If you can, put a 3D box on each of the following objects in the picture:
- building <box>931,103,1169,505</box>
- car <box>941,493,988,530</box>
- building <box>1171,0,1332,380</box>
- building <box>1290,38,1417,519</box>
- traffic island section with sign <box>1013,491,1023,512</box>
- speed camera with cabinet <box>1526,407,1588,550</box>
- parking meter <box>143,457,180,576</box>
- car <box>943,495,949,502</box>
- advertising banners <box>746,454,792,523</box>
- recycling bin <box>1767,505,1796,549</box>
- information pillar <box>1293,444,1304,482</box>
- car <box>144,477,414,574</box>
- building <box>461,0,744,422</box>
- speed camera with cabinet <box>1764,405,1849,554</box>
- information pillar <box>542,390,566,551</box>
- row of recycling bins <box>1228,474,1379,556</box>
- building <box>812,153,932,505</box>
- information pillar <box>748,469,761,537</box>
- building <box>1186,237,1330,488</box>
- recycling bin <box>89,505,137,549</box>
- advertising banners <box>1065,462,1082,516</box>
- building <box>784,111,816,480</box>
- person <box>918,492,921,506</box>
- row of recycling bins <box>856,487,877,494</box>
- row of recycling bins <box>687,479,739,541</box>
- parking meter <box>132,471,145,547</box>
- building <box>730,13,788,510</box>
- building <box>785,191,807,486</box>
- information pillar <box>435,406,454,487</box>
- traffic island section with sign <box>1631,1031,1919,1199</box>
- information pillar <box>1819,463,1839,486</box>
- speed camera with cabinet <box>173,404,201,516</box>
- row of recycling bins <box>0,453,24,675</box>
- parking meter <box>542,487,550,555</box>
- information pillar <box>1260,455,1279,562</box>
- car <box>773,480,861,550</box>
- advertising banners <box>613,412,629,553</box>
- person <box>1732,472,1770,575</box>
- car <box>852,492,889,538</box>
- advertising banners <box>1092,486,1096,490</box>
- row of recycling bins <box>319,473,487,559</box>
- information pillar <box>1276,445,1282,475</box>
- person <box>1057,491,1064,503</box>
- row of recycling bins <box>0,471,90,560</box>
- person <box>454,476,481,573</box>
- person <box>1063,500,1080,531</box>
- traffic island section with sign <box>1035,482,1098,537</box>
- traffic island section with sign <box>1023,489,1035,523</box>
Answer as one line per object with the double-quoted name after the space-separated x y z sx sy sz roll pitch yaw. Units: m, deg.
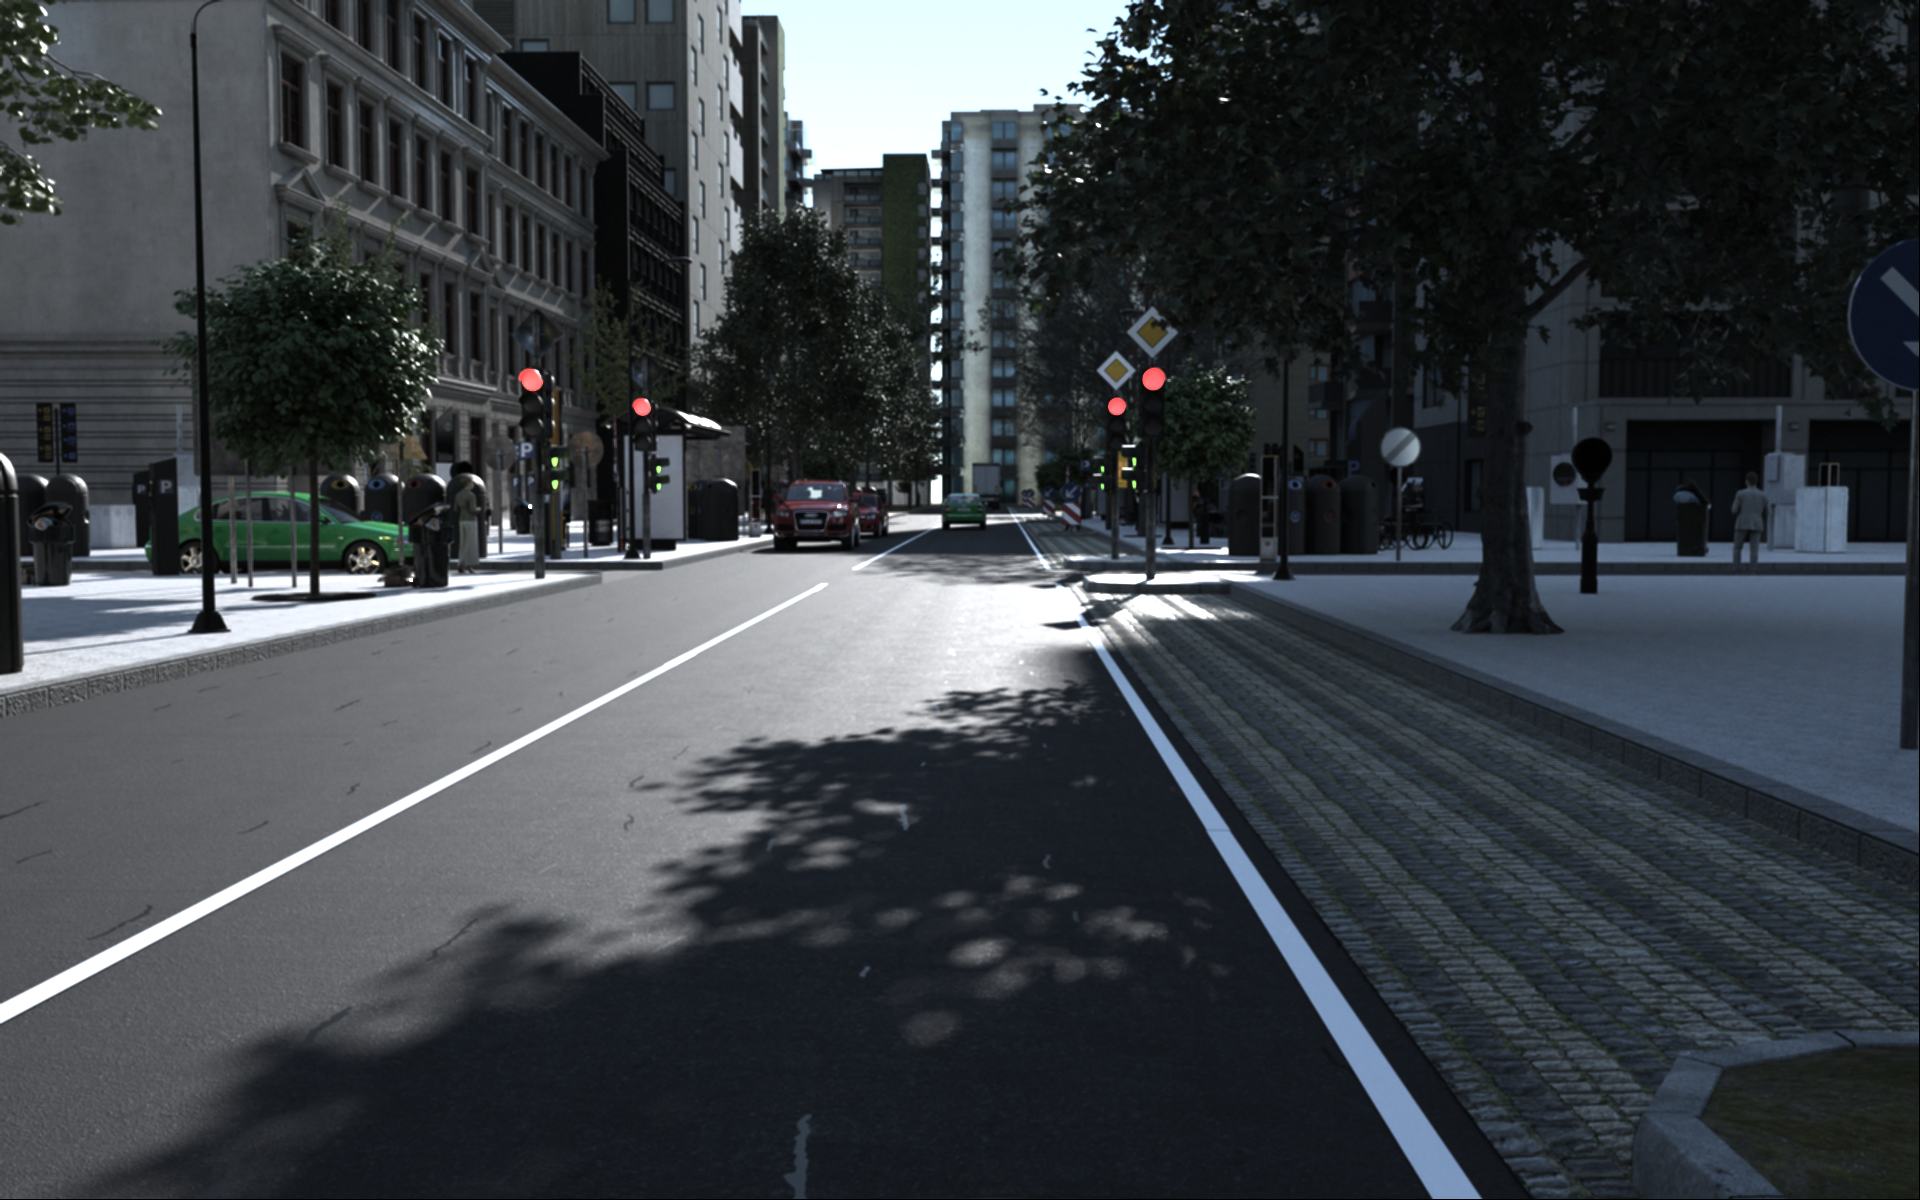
11.798 -36.426 215.176 30.456 49.044 23.786 0 4 1 "building"
0.185 -3.814 71.152 1.959 1.807 4.718 0 4 1 "car"
29.900 -37.694 158.300 21.231 58.520 28.212 0 4 1 "building"
29.108 -26.279 84.283 22.147 44.769 28.867 0 4 1 "building"
5.384 -7.778 135.798 1.989 1.847 2.006 0 4 1 "traffic island section with sign"
13.352 -2.782 39.815 2.038 3.252 0.660 3 5 44 "speed camera with cabinet"
-12.558 -1.321 27.304 0.399 1.863 0.255 -3 5 -41 "parking meter"
-0.565 -9.355 165.308 2.083 1.381 4.827 0 4 0 "car"
-8.415 -4.905 76.385 2.074 3.025 0.090 0 4 8 "advertising banners"
19.343 -1.718 40.635 0.722 1.027 0.722 2 4 25 "recycling bin"
15.879 -5.506 81.371 0.504 3.616 0.183 -1 4 -12 "information pillar"
-11.137 -1.245 29.150 4.718 1.807 1.959 0 4 0 "car"
-30.322 -32.635 122.815 28.713 52.752 27.495 0 4 1 "building"
18.602 -2.676 38.096 0.660 3.252 2.038 -1 4 -13 "speed camera with cabinet"
-9.235 -2.933 39.304 0.504 3.616 0.183 1 4 19 "information pillar"
7.228 -1.800 36.545 3.534 1.692 1.069 -2 4 -23 "row of recycling bins"
-10.584 -32.240 210.725 14.086 41.232 14.154 0 4 1 "building"
-6.079 -2.862 51.288 0.304 2.012 0.304 -1 4 -20 "information pillar"
32.280 -17.482 130.866 27.650 21.520 28.899 0 4 1 "building"
-19.803 -1.709 40.491 0.722 1.027 0.722 1 4 22 "recycling bin"
6.360 -6.050 95.100 0.090 3.025 2.074 -2 4 -33 "advertising banners"
-33.007 -36.452 215.604 30.456 49.044 23.786 0 4 1 "building"
-4.542 -11.136 191.498 0.530 1.710 0.541 0 4 4 "person"
-6.694 -5.970 104.730 3.534 1.692 1.069 1 4 14 "row of recycling bins"
-6.927 -2.546 48.735 1.069 1.692 3.534 -1 4 -19 "row of recycling bins"
-19.712 -2.205 41.767 0.399 1.863 0.255 -1 4 -11 "parking meter"
-22.212 -28.143 143.740 14.154 41.232 14.086 0 4 1 "building"
-21.811 -24.218 167.666 14.107 30.474 14.160 0 4 1 "building"
-13.709 -3.352 46.160 0.504 3.616 0.183 -3 5 -44 "information pillar"
2.374 0.339 3.086 1.989 1.847 2.006 0 4 1 "traffic island section with sign"
20.617 -2.241 41.131 0.304 2.012 0.304 -1 4 -20 "information pillar"
-16.755 -2.645 37.581 0.660 3.252 2.038 -1 4 -20 "speed camera with cabinet"
-7.952 -0.386 13.424 1.069 1.692 3.534 -3 4 -36 "row of recycling bins"
-8.675 -1.707 36.319 0.372 1.533 0.369 0 3 0 "parking meter"
5.888 -1.742 32.973 0.304 2.012 0.304 1 4 19 "information pillar"
-3.732 -2.267 45.739 2.281 1.827 5.304 0 4 0 "car"
-7.487 -2.567 38.158 0.090 3.025 2.074 0 4 -3 "advertising banners"
13.204 -1.243 29.031 0.606 1.804 0.583 0 4 3 "person"
-3.412 -2.980 57.767 2.155 1.783 4.494 0 4 2 "car"
9.207 -6.914 109.226 2.074 3.025 0.090 0 4 -5 "advertising banners"
-11.213 -1.699 34.893 3.534 1.692 1.069 1 4 9 "row of recycling bins"
14.225 -5.219 76.678 0.504 3.616 0.183 3 5 42 "information pillar"
11.144 -11.167 191.617 0.750 1.759 0.617 0 4 4 "person"
-19.585 -1.771 36.067 3.534 1.692 1.069 2 4 23 "row of recycling bins"
-8.876 -1.364 31.352 0.519 1.759 0.362 2 4 34 "person"
4.043 -3.351 63.064 0.755 1.850 0.659 2 4 28 "person"
3.637 -3.060 58.662 1.989 1.847 2.006 0 4 1 "traffic island section with sign"
4.253 -4.708 85.610 1.989 1.847 2.006 0 4 1 "traffic island section with sign"
